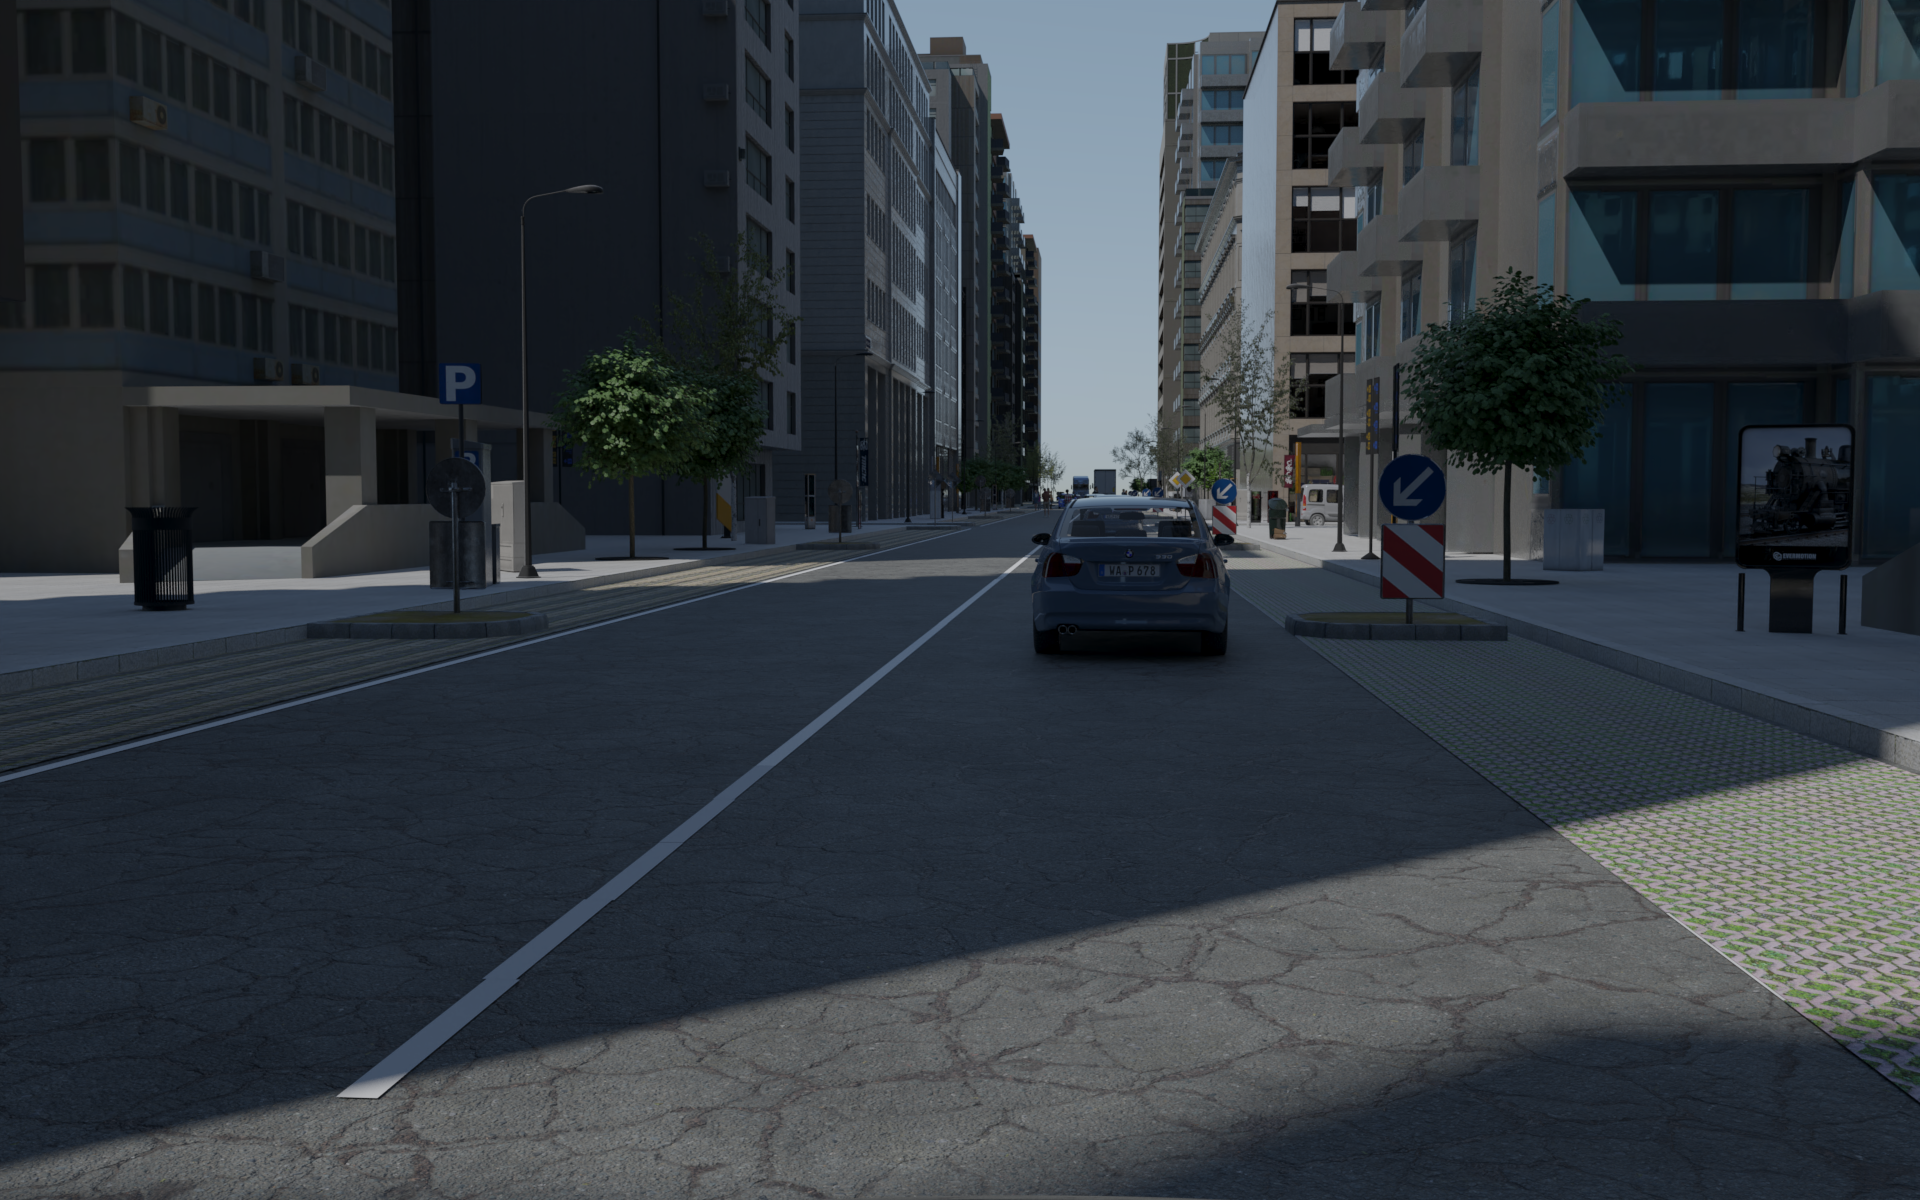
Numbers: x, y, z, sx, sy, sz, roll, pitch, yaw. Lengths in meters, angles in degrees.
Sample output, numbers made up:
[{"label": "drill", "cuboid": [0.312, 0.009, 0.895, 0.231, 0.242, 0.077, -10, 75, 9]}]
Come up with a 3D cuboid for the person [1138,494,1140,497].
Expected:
[{"label": "person", "cuboid": [16.559, -9.105, 160.620, 0.557, 1.426, 1.065, 3, 5, 43]}]

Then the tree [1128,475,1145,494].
[{"label": "tree", "cuboid": [30.284, -18.949, 293.524, 4.285, 4.588, 4.351, 0, 3, 0]}]

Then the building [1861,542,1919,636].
[{"label": "building", "cuboid": [24.252, -19.298, 7.411, 32.217, 40.220, 23.993, 0, 4, 5]}]

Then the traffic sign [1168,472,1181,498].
[{"label": "traffic sign", "cuboid": [9.670, -4.495, 77.131, 0.795, 2.450, 0.064, 0, 4, 5]}]

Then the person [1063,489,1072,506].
[{"label": "person", "cuboid": [6.290, -5.583, 100.612, 0.563, 1.720, 0.643, -2, 4, -35]}]

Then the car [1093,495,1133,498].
[{"label": "car", "cuboid": [4.627, -2.449, 52.037, 2.014, 1.417, 4.499, 0, 4, 6]}]

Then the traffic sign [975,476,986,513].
[{"label": "traffic sign", "cuboid": [1.402, -7.321, 119.810, 0.768, 2.556, 0.104, 1, 4, 10]}]

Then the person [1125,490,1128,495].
[{"label": "person", "cuboid": [15.492, -9.337, 161.185, 0.705, 1.821, 1.348, -1, 4, -15]}]

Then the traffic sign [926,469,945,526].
[{"label": "traffic sign", "cuboid": [-1.003, -4.060, 70.028, 0.795, 2.450, 0.064, 0, 4, 5]}]

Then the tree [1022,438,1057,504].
[{"label": "tree", "cuboid": [9.618, -16.968, 227.792, 4.737, 8.622, 4.395, 0, 3, 0]}]

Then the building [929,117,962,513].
[{"label": "building", "cuboid": [-6.735, -18.431, 119.361, 12.078, 24.808, 19.932, 0, 4, 5]}]

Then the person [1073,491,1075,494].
[{"label": "person", "cuboid": [13.935, -12.343, 210.864, 0.434, 1.755, 0.990, 2, 4, 30]}]

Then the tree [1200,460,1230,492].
[{"label": "tree", "cuboid": [14.376, -6.331, 98.116, 1.663, 3.219, 1.824, 0, 3, 0]}]

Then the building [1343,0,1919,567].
[{"label": "building", "cuboid": [21.515, -25.874, 42.650, 23.786, 49.044, 30.456, 0, 4, 5]}]

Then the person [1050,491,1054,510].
[{"label": "person", "cuboid": [8.484, -9.201, 159.644, 0.721, 1.735, 1.217, 0, 4, -6]}]

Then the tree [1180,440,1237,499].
[{"label": "tree", "cuboid": [15.008, -7.403, 104.758, 4.285, 4.588, 4.351, 0, 3, 0]}]

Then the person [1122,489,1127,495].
[{"label": "person", "cuboid": [13.112, -7.969, 138.573, 0.755, 1.850, 0.659, -1, 4, -11]}]

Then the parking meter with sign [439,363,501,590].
[{"label": "parking meter with sign", "cuboid": [-6.724, -1.694, 23.950, 0.543, 3.016, 1.738, 0, 4, -5]}]

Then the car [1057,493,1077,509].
[{"label": "car", "cuboid": [10.489, -9.804, 169.894, 1.945, 1.707, 3.694, 0, 4, 3]}]

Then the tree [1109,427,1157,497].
[{"label": "tree", "cuboid": [25.054, -18.609, 238.670, 8.767, 10.594, 7.601, -3, 5, -40]}]

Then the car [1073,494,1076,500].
[{"label": "car", "cuboid": [12.165, -11.070, 193.003, 2.014, 1.417, 4.499, 0, 4, 4]}]

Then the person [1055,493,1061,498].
[{"label": "person", "cuboid": [11.938, -12.055, 206.324, 1.217, 1.736, 0.721, 1, 4, 13]}]

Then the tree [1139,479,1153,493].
[{"label": "tree", "cuboid": [23.691, -13.728, 219.046, 1.663, 3.219, 1.824, 0, 3, 0]}]

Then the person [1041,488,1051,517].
[{"label": "person", "cuboid": [5.366, -6.028, 107.031, 0.573, 1.828, 0.580, 3, 5, 40]}]

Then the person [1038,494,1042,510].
[{"label": "person", "cuboid": [7.048, -8.722, 154.323, 0.991, 1.433, 0.599, 1, 4, 23]}]

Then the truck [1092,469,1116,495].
[{"label": "truck", "cuboid": [16.632, -12.870, 199.340, 2.839, 4.237, 11.283, 0, 4, 4]}]

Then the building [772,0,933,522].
[{"label": "building", "cuboid": [-8.512, -19.385, 94.443, 11.434, 29.767, 29.804, 0, 4, 5]}]

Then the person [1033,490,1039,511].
[{"label": "person", "cuboid": [6.578, -8.623, 149.513, 0.581, 1.822, 0.654, 1, 4, 15]}]

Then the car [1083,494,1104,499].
[{"label": "car", "cuboid": [7.598, -5.339, 97.080, 2.009, 1.686, 4.222, 0, 4, 5]}]

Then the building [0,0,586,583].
[{"label": "building", "cuboid": [-25.293, -20.881, 33.284, 32.217, 40.220, 23.993, 0, 4, 5]}]

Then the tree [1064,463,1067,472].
[{"label": "tree", "cuboid": [15.595, -20.764, 289.849, 4.737, 8.622, 4.395, 0, 3, 0]}]

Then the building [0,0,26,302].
[{"label": "building", "cuboid": [-14.361, -21.710, 5.078, 14.600, 45.320, 14.200, 0, 4, 5]}]

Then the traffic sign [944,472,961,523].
[{"label": "traffic sign", "cuboid": [-0.338, -4.547, 77.986, 0.795, 2.450, 0.064, 0, 4, 5]}]

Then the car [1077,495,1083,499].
[{"label": "car", "cuboid": [13.507, -11.710, 204.043, 1.945, 1.354, 3.894, 0, 4, 7]}]

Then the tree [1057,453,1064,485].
[{"label": "tree", "cuboid": [11.671, -18.053, 245.528, 4.737, 8.622, 4.395, 0, 3, 0]}]

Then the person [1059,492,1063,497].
[{"label": "person", "cuboid": [11.829, -11.917, 204.127, 0.721, 1.735, 1.217, -1, 4, -20]}]

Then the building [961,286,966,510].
[{"label": "building", "cuboid": [-6.273, -18.848, 137.838, 12.332, 23.373, 15.834, 0, 4, 5]}]

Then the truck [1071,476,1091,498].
[{"label": "truck", "cuboid": [18.164, -16.679, 262.465, 2.967, 4.110, 18.799, 0, 4, 3]}]

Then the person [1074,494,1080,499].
[{"label": "person", "cuboid": [11.783, -9.923, 173.976, 0.697, 1.427, 0.421, -1, 4, -22]}]

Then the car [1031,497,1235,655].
[{"label": "car", "cuboid": [1.663, -0.292, 16.773, 2.014, 1.417, 4.499, 0, 4, 6]}]

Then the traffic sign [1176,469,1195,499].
[{"label": "traffic sign", "cuboid": [9.004, -4.008, 69.174, 0.795, 2.450, 0.064, 0, 4, 5]}]

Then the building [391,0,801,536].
[{"label": "building", "cuboid": [-13.075, -17.626, 59.885, 14.107, 30.474, 14.160, 0, 4, 5]}]

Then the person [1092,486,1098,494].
[{"label": "person", "cuboid": [8.349, -5.989, 105.783, 0.474, 1.900, 0.648, -3, 4, -36]}]
